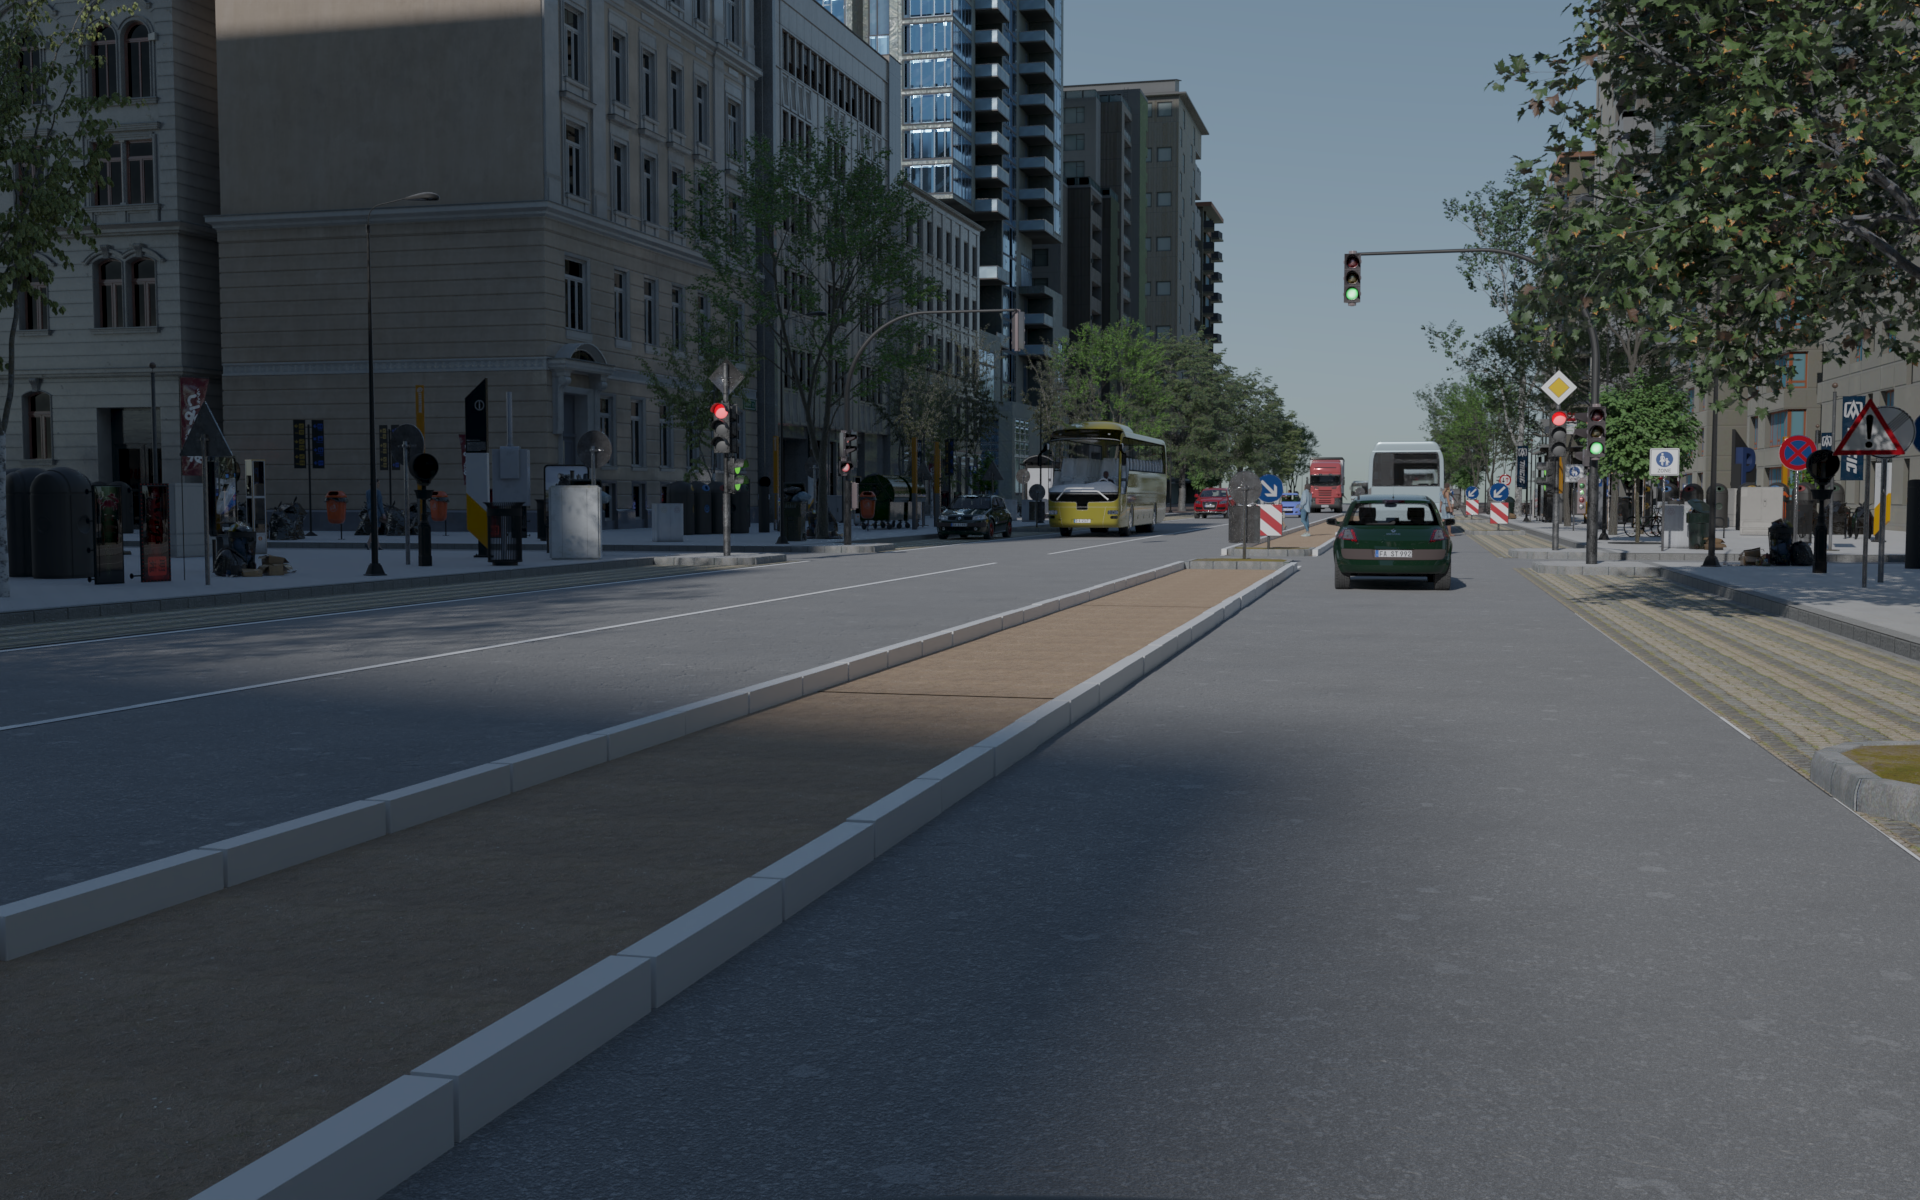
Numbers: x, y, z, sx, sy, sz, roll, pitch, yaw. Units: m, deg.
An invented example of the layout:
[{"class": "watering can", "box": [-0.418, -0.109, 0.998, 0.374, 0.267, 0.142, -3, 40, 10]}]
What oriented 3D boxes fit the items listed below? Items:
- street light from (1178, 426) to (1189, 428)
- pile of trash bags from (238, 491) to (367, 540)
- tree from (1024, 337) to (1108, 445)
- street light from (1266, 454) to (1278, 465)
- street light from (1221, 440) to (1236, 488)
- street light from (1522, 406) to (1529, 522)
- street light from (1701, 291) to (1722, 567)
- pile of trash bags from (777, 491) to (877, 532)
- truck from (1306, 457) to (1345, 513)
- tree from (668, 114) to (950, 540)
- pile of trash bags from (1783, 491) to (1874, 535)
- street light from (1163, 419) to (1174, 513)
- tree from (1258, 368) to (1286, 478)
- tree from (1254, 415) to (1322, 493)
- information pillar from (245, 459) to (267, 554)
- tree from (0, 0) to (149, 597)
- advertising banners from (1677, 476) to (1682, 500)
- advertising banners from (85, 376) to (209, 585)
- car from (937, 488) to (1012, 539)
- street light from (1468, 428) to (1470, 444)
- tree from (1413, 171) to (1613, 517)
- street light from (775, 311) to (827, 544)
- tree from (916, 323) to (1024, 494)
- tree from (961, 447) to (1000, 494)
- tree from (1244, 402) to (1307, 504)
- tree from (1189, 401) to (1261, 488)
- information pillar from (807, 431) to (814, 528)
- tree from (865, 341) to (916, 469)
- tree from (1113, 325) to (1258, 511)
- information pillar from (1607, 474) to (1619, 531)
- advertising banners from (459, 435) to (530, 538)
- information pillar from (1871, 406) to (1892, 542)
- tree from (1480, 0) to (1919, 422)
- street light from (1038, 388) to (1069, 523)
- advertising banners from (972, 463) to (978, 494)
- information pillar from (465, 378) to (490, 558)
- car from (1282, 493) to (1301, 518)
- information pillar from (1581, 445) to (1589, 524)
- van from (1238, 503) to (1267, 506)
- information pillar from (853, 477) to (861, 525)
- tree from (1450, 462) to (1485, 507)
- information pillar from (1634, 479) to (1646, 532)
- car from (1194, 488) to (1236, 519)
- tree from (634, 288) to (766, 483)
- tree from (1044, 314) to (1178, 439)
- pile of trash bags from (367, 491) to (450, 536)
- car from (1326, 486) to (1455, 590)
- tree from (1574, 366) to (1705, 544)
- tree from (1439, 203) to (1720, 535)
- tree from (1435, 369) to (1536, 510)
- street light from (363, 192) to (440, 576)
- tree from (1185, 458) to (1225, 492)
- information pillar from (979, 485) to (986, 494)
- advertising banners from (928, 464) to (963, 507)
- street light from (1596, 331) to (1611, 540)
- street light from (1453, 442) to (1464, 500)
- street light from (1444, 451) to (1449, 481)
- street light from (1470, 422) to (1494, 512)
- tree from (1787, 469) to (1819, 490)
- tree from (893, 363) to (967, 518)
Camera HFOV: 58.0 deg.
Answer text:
[{"class": "street light", "box": [14.947, -8.918, 118.352, 1.470, 5.913, 1.316, 1, 4, 14]}, {"class": "pile of trash bags", "box": [-18.857, -2.383, 48.710, 3.447, 1.369, 1.912, 0, 4, 7]}, {"class": "tree", "box": [4.652, -7.971, 80.687, 4.360, 8.622, 3.978, 0, 3, 0]}, {"class": "street light", "box": [35.732, -13.841, 198.842, 1.470, 5.913, 1.316, 1, 4, 14]}, {"class": "street light", "box": [23.135, -10.842, 149.811, 1.470, 5.913, 1.316, 1, 4, 14]}, {"class": "street light", "box": [25.612, -6.565, 79.883, 1.470, 5.913, 1.316, 1, 4, 14]}, {"class": "street light", "box": [12.766, -3.551, 30.596, 1.470, 5.913, 1.316, 1, 4, 14]}, {"class": "pile of trash bags", "box": [-4.568, -3.031, 59.316, 3.447, 1.369, 1.912, 0, 4, -1]}, {"class": "truck", "box": [28.303, -8.849, 133.602, 2.839, 4.237, 11.283, 1, 4, 13]}, {"class": "tree", "box": [-4.049, -7.539, 49.022, 9.928, 11.665, 9.643, 0, 3, 0]}, {"class": "pile of trash bags", "box": [27.253, -2.772, 55.080, 3.447, 1.369, 1.912, -1, 4, -14]}, {"class": "street light", "box": [12.355, -8.273, 107.800, 1.470, 5.913, 1.316, 1, 4, 14]}, {"class": "tree", "box": [28.088, -16.373, 174.359, 9.857, 13.997, 8.962, 0, 3, 0]}, {"class": "tree", "box": [46.032, -19.298, 241.278, 9.928, 11.665, 9.643, 0, 3, 0]}, {"class": "information pillar", "box": [-15.013, -1.985, 36.943, 0.304, 2.012, 0.304, 3, 5, 41]}, {"class": "tree", "box": [-12.155, -4.344, 21.387, 4.737, 8.622, 4.395, 0, 3, 0]}, {"class": "advertising banners", "box": [30.620, -4.728, 73.483, 0.090, 3.025, 2.074, 1, 4, 12]}, {"class": "advertising banners", "box": [-11.770, -1.775, 25.209, 0.090, 3.025, 2.074, 2, 4, 28]}, {"class": "car", "box": [0.486, -2.807, 55.680, 2.009, 1.686, 4.222, 1, 4, 14]}, {"class": "street light", "box": [36.477, -9.141, 121.989, 1.470, 5.913, 1.316, 1, 4, 14]}, {"class": "tree", "box": [32.799, -14.860, 98.843, 12.611, 20.169, 13.585, 0, 3, 0]}, {"class": "street light", "box": [-4.052, -4.386, 44.250, 1.470, 5.913, 1.316, 1, 4, 14]}, {"class": "tree", "box": [0.373, -7.642, 75.311, 4.360, 8.622, 3.978, 0, 3, 0]}, {"class": "tree", "box": [1.147, -4.614, 70.034, 1.663, 3.219, 1.824, 0, 3, 0]}, {"class": "tree", "box": [37.816, -17.772, 208.705, 7.486, 12.596, 7.792, 0, 3, 0]}, {"class": "tree", "box": [24.194, -13.774, 159.612, 7.601, 10.594, 8.767, -3, 5, -43]}, {"class": "information pillar", "box": [-5.539, -4.486, 64.695, 0.183, 3.616, 0.504, 1, 4, 22]}, {"class": "tree", "box": [-2.521, -8.018, 81.459, 4.360, 8.622, 3.978, 0, 3, 0]}, {"class": "tree", "box": [16.639, -13.676, 130.265, 9.857, 13.997, 8.962, 0, 3, 0]}, {"class": "information pillar", "box": [22.522, -3.378, 59.722, 0.304, 2.012, 0.304, 2, 4, 27]}, {"class": "advertising banners", "box": [-13.570, -3.319, 50.458, 2.074, 3.025, 0.090, 0, 4, 4]}, {"class": "information pillar", "box": [24.511, -3.341, 45.988, 0.183, 3.616, 0.504, -1, 4, -15]}, {"class": "tree", "box": [9.509, -6.036, 15.691, 9.611, 12.733, 9.660, 0, 3, 0]}, {"class": "street light", "box": [4.066, -6.319, 75.859, 1.470, 5.913, 1.316, 1, 4, 14]}, {"class": "advertising banners", "box": [0.843, -6.091, 95.771, 0.090, 3.025, 2.074, 0, 4, -7]}, {"class": "information pillar", "box": [-9.721, -2.666, 34.943, 0.504, 3.616, 0.183, 1, 4, 13]}, {"class": "car", "box": [20.024, -5.866, 105.501, 1.945, 1.707, 3.694, 1, 4, 13]}, {"class": "information pillar", "box": [26.847, -5.076, 74.355, 0.183, 3.616, 0.504, -1, 4, -21]}, {"class": "van", "box": [20.489, -6.988, 121.260, 2.013, 2.044, 4.112, 1, 4, 16]}, {"class": "information pillar", "box": [-4.317, -4.180, 72.838, 0.304, 2.012, 0.304, -1, 4, -11]}, {"class": "tree", "box": [51.426, -11.706, 175.098, 4.285, 4.588, 4.351, 0, 3, 0]}, {"class": "information pillar", "box": [22.872, -3.289, 58.269, 0.304, 2.012, 0.304, 2, 4, 32]}, {"class": "car", "box": [15.136, -5.746, 102.621, 2.281, 1.827, 5.304, 1, 4, 16]}, {"class": "tree", "box": [-8.905, -6.750, 60.728, 4.737, 8.622, 4.395, 0, 3, 0]}, {"class": "tree", "box": [8.910, -10.764, 101.753, 9.928, 11.665, 9.643, 0, 3, 0]}, {"class": "pile of trash bags", "box": [-17.149, -2.691, 53.752, 3.447, 1.369, 1.912, 2, 4, 30]}, {"class": "car", "box": [6.781, -1.069, 27.259, 2.009, 1.686, 4.222, 1, 4, 13]}, {"class": "tree", "box": [17.545, -3.733, 44.741, 4.285, 4.588, 4.351, 0, 3, 0]}, {"class": "tree", "box": [20.191, -7.292, 53.631, 8.767, 10.594, 7.601, 3, 5, 39]}, {"class": "tree", "box": [43.645, -13.258, 142.530, 9.928, 11.665, 9.643, 0, 3, 0]}, {"class": "street light", "box": [-8.685, -3.328, 26.950, 1.470, 5.913, 1.316, 1, 4, 14]}, {"class": "tree", "box": [20.896, -10.027, 147.647, 4.285, 4.588, 4.351, 0, 3, 0]}, {"class": "information pillar", "box": [1.326, -6.017, 102.867, 0.304, 2.012, 0.304, -1, 4, -23]}, {"class": "advertising banners", "box": [-0.841, -6.240, 98.218, 2.074, 3.025, 0.090, 1, 4, 13]}, {"class": "street light", "box": [17.435, -4.632, 48.268, 1.470, 5.913, 1.316, 1, 4, 14]}, {"class": "street light", "box": [44.735, -11.069, 153.517, 1.470, 5.913, 1.316, 1, 4, 14]}, {"class": "street light", "box": [52.937, -13.025, 185.497, 1.470, 5.913, 1.316, 1, 4, 14]}, {"class": "street light", "box": [33.827, -8.515, 111.767, 1.470, 5.913, 1.316, 1, 4, 14]}, {"class": "tree", "box": [32.051, -4.316, 65.163, 1.663, 3.219, 1.824, 0, 3, 0]}, {"class": "tree", "box": [-1.493, -8.635, 91.552, 4.737, 8.622, 4.395, 0, 3, 0]}]
